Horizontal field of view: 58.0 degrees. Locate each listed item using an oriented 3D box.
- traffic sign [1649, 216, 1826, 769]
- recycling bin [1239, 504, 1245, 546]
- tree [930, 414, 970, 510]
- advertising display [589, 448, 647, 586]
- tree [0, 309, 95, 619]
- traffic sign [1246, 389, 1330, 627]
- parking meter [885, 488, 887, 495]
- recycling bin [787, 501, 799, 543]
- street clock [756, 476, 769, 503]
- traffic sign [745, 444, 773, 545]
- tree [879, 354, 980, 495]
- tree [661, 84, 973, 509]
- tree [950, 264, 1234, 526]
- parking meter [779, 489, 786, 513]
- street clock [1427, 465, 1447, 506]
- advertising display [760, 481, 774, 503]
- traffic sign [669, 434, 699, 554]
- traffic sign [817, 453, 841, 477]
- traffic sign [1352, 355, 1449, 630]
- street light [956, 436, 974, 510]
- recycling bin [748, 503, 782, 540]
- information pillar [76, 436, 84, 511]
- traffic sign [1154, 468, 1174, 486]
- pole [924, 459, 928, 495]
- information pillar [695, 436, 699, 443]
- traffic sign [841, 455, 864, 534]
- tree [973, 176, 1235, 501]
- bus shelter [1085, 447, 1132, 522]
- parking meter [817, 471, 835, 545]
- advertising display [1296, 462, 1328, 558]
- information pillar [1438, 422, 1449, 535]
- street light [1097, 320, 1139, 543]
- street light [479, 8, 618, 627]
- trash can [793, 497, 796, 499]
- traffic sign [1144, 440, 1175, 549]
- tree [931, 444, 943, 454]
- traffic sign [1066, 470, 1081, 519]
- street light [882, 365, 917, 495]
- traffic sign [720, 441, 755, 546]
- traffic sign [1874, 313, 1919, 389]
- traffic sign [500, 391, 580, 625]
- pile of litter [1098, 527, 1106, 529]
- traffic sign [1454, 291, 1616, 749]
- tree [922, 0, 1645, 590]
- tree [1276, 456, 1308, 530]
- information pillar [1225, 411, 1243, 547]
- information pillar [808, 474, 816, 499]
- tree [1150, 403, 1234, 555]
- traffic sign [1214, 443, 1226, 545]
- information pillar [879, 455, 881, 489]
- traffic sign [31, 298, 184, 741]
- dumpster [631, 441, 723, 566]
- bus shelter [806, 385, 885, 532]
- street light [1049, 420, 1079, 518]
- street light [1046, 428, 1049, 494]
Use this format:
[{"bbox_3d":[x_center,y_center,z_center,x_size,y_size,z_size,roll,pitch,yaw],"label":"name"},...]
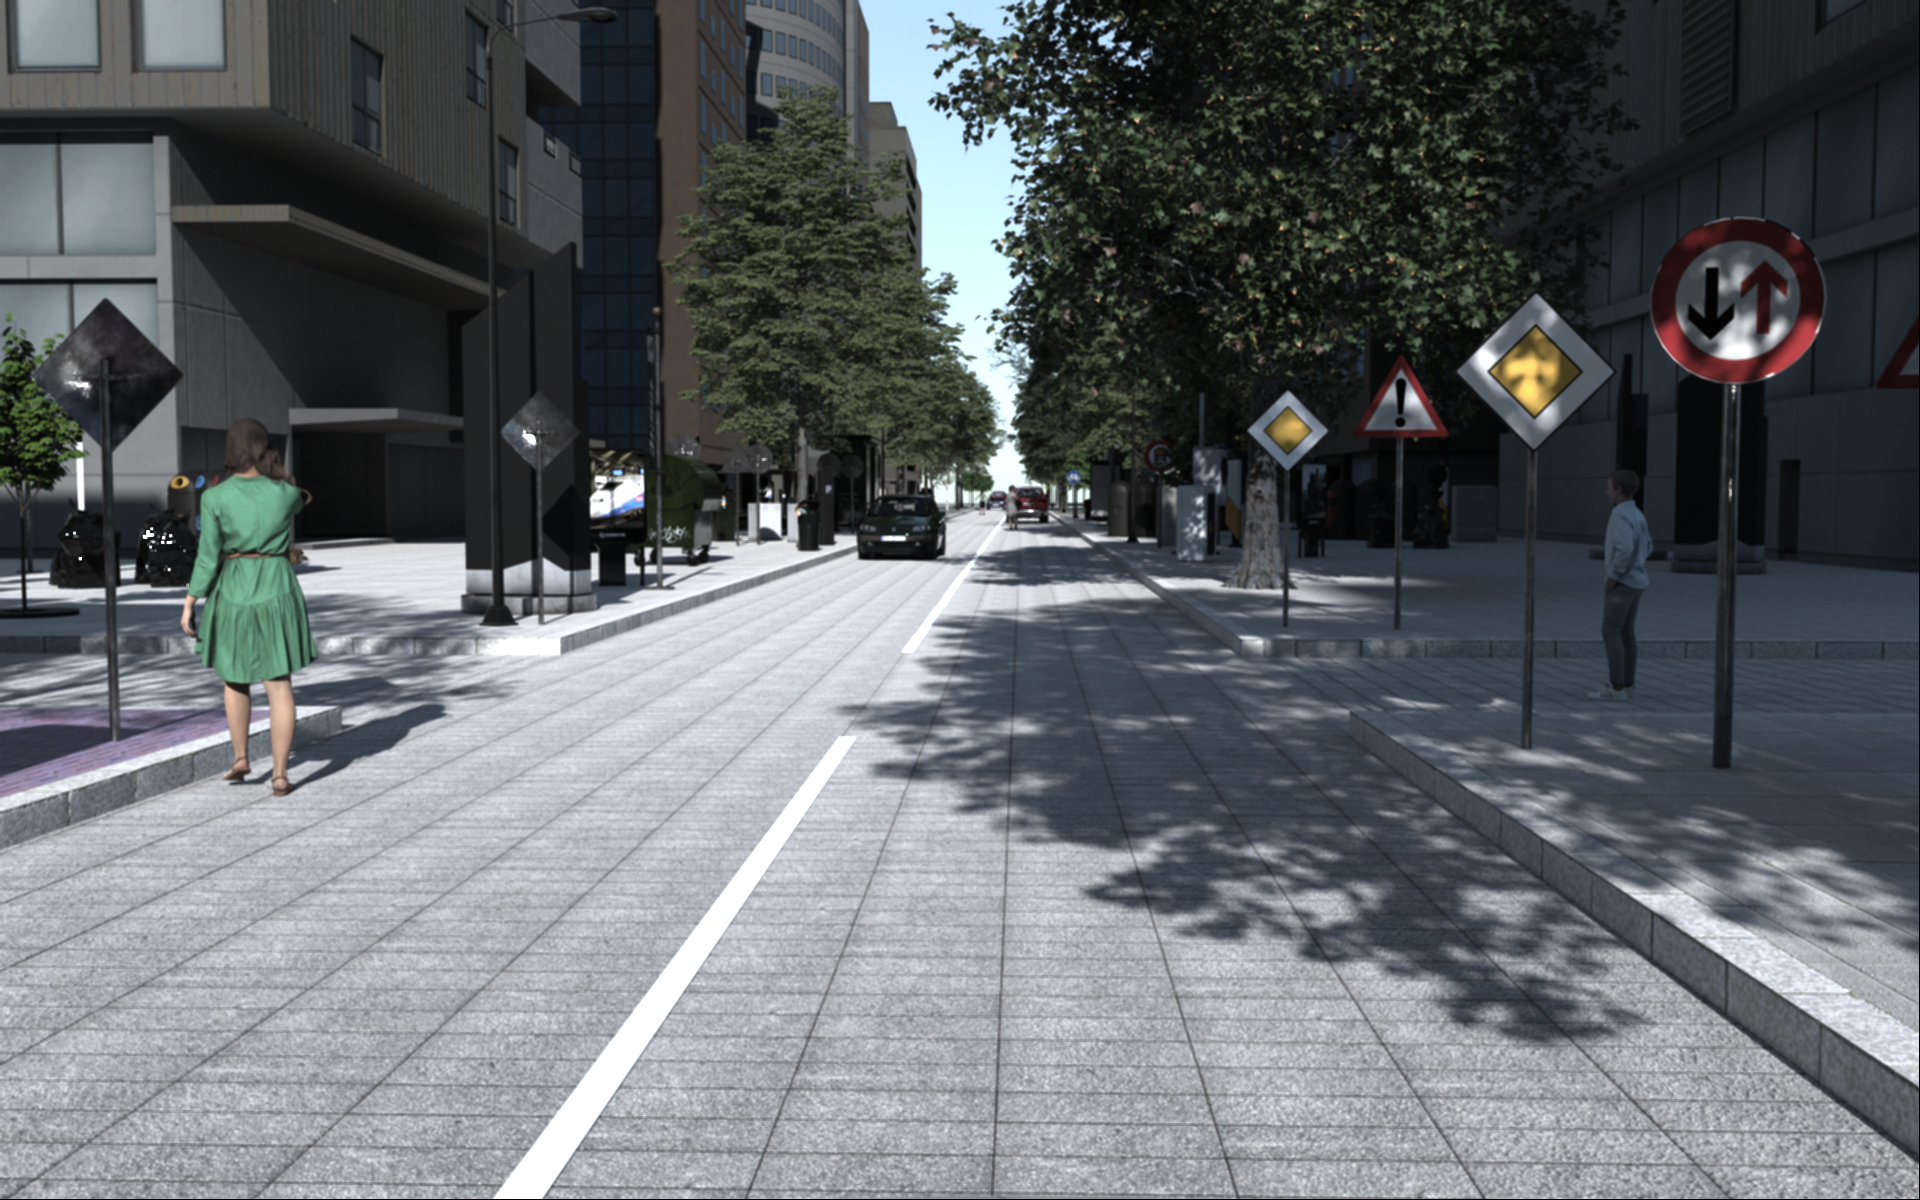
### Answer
[{"bbox_3d":[3.577,-0.486,8.053,0.768,2.556,0.104,1,4,9],"label":"traffic sign"},{"bbox_3d":[7.266,-1.841,42.654,0.722,1.027,0.722,3,4,37],"label":"recycling bin"},{"bbox_3d":[-1.188,-11.314,135.339,4.360,8.622,3.978,0,3,0],"label":"tree"},{"bbox_3d":[-4.862,-1.159,24.160,0.974,1.923,0.123,-1,4,-19],"label":"advertising display"},{"bbox_3d":[-9.968,-1.451,18.323,1.663,3.219,1.824,0,3,0],"label":"tree"},{"bbox_3d":[3.135,-0.795,16.642,0.795,2.450,0.064,0,4,2],"label":"traffic sign"},{"bbox_3d":[-3.367,-4.123,75.824,0.372,1.533,0.369,0,3,0],"label":"parking meter"},{"bbox_3d":[-4.111,-2.044,45.970,0.722,1.027,0.722,-3,4,-36],"label":"recycling bin"},{"bbox_3d":[-7.727,-3.864,67.747,0.471,2.002,0.358,-2,4,-25],"label":"street clock"},{"bbox_3d":[-5.103,-2.671,43.783,0.768,2.556,0.104,1,4,10],"label":"traffic sign"},{"bbox_3d":[-2.078,-11.059,115.220,7.601,10.594,8.767,1,4,16],"label":"tree"},{"bbox_3d":[-4.440,-7.950,48.114,7.486,12.596,7.792,0,3,0],"label":"tree"},{"bbox_3d":[6.103,-9.679,68.628,12.009,13.543,11.850,0,3,0],"label":"tree"},{"bbox_3d":[-8.811,-4.756,86.169,0.372,1.533,0.369,0,3,0],"label":"parking meter"},{"bbox_3d":[11.876,-2.359,43.137,0.471,2.002,0.358,-2,4,-32],"label":"street clock"},{"bbox_3d":[-9.646,-4.966,86.414,0.974,1.923,0.123,3,5,41],"label":"advertising display"},{"bbox_3d":[-5.893,-2.249,36.870,0.768,2.556,0.104,0,4,3],"label":"traffic sign"},{"bbox_3d":[-4.070,-3.286,53.826,0.768,2.556,0.104,0,4,5],"label":"traffic sign"},{"bbox_3d":[4.140,-0.999,16.330,0.884,2.594,0.081,1,4,10],"label":"traffic sign"},{"bbox_3d":[0.375,-10.186,139.088,1.470,5.913,1.316,0,4,2],"label":"street light"},{"bbox_3d":[-5.453,-2.191,48.381,0.722,1.027,0.722,-2,4,-35],"label":"recycling bin"},{"bbox_3d":[-14.141,-2.230,27.822,0.183,3.616,0.504,-2,4,-28],"label":"information pillar"},{"bbox_3d":[5.683,-2.943,48.224,0.768,2.556,0.104,1,4,11],"label":"traffic sign"},{"bbox_3d":[-1.653,-5.529,84.240,0.158,3.312,0.155,0,3,0],"label":"pole"},{"bbox_3d":[-10.597,-4.760,69.174,0.183,3.616,0.504,3,5,43],"label":"information pillar"},{"bbox_3d":[-3.478,-3.411,55.874,0.768,2.556,0.104,0,4,5],"label":"traffic sign"},{"bbox_3d":[5.772,-8.297,53.787,7.486,12.596,7.792,0,3,0],"label":"tree"},{"bbox_3d":[6.713,-5.128,77.762,2.014,3.302,5.546,0,4,2],"label":"bus shelter"},{"bbox_3d":[-3.355,-2.302,43.351,0.399,1.863,0.255,-3,5,-42],"label":"parking meter"},{"bbox_3d":[7.143,-1.832,35.163,0.123,1.923,0.974,3,5,44],"label":"advertising display"},{"bbox_3d":[15.061,-3.829,53.952,0.183,3.616,0.504,-1,4,-14],"label":"information pillar"},{"bbox_3d":[4.045,-4.483,45.839,1.470,5.913,1.316,0,4,2],"label":"street light"},{"bbox_3d":[-3.971,-2.703,16.733,1.470,5.913,1.316,0,4,2],"label":"street light"},{"bbox_3d":[-8.595,-4.752,89.351,0.748,1.137,0.748,0,3,0],"label":"trash can"},{"bbox_3d":[4.702,-2.483,40.699,0.768,2.556,0.104,0,4,3],"label":"traffic sign"},{"bbox_3d":[0.094,-15.715,167.313,12.009,13.543,11.850,0,3,0],"label":"tree"},{"bbox_3d":[5.944,-5.527,90.467,0.768,2.556,0.104,1,4,9],"label":"traffic sign"},{"bbox_3d":[-2.245,-5.506,62.562,1.470,5.913,1.316,0,4,2],"label":"street light"},{"bbox_3d":[-5.499,-2.616,42.781,0.884,2.594,0.081,1,4,9],"label":"traffic sign"},{"bbox_3d":[5.060,-0.536,8.761,0.884,2.594,0.081,0,4,6],"label":"traffic sign"},{"bbox_3d":[-4.104,-0.812,16.920,0.795,2.450,0.064,0,4,2],"label":"traffic sign"},{"bbox_3d":[5.961,-3.053,63.875,1.719,0.858,1.176,2,4,34],"label":"pile of litter"},{"bbox_3d":[2.850,-0.307,8.662,0.795,2.450,0.064,0,4,2],"label":"traffic sign"},{"bbox_3d":[4.163,-6.497,23.236,9.611,12.733,9.660,0,3,0],"label":"tree"},{"bbox_3d":[12.059,-4.164,62.686,1.663,3.219,1.824,0,3,0],"label":"tree"},{"bbox_3d":[6.609,-3.083,41.759,0.183,3.616,0.504,-2,4,-32],"label":"information pillar"},{"bbox_3d":[-5.409,-3.570,62.857,0.304,2.012,0.304,0,4,7],"label":"information pillar"},{"bbox_3d":[5.027,-2.592,36.980,1.663,3.219,1.824,0,3,0],"label":"tree"},{"bbox_3d":[6.495,-2.654,43.492,0.768,2.556,0.104,0,4,8],"label":"traffic sign"},{"bbox_3d":[-4.242,-5.862,87.198,0.504,3.616,0.183,1,4,16],"label":"information pillar"},{"bbox_3d":[-4.389,-0.324,8.940,0.795,2.450,0.064,0,4,2],"label":"traffic sign"},{"bbox_3d":[-5.223,-1.772,31.471,1.502,2.255,1.985,0,4,2],"label":"dumpster"},{"bbox_3d":[-4.133,-5.188,62.451,2.179,5.291,8.768,0,4,2],"label":"bus shelter"},{"bbox_3d":[5.603,-7.280,91.575,1.470,5.913,1.316,0,4,2],"label":"street light"},{"bbox_3d":[6.759,-9.112,121.520,1.470,5.913,1.316,0,4,2],"label":"street light"}]
